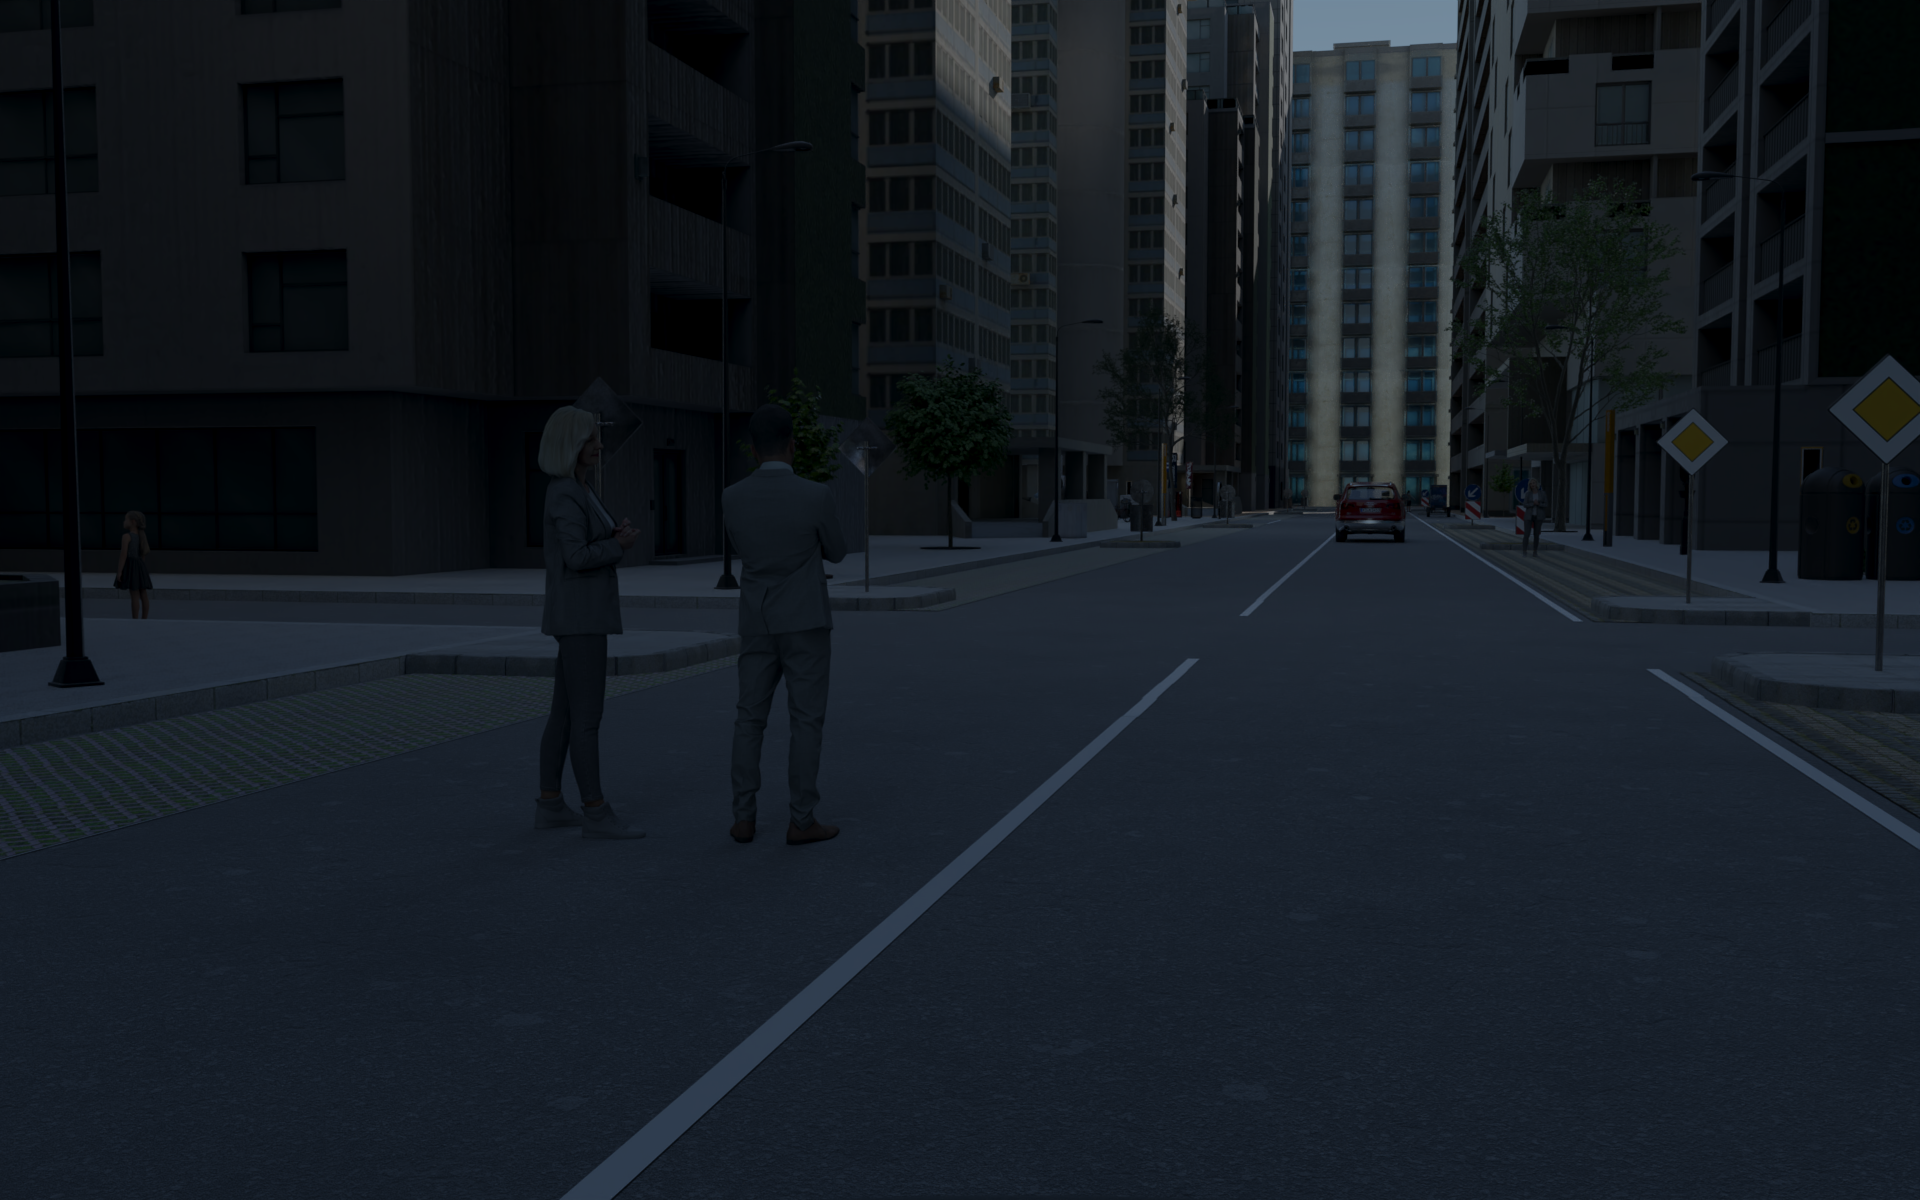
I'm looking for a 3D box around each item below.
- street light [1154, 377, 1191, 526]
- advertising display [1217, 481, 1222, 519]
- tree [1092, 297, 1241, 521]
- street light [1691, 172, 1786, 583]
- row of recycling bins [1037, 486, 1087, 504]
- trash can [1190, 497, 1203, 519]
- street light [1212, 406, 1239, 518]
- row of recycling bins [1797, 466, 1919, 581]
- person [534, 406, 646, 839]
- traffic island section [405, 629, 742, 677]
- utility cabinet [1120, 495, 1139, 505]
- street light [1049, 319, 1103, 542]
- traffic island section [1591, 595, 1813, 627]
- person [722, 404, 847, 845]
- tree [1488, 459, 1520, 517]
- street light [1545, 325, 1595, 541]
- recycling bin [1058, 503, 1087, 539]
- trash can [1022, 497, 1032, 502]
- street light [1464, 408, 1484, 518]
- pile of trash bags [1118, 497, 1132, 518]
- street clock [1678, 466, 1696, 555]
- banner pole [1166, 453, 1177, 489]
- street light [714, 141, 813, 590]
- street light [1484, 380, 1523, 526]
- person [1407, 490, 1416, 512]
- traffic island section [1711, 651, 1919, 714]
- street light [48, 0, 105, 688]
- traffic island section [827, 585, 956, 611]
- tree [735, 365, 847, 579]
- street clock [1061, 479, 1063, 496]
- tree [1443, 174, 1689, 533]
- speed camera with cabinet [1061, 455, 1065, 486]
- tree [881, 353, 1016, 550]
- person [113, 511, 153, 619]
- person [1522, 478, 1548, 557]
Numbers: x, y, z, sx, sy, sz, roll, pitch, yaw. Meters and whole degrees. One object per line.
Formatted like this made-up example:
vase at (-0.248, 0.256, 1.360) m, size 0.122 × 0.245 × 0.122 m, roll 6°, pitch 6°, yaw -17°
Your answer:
street light at (8.452, -5.892, 68.871) m, size 1.470 × 5.913 × 1.316 m, roll 1°, pitch 4°, yaw 14°
advertising display at (13.293, -5.108, 88.729) m, size 0.123 × 1.923 × 0.974 m, roll 0°, pitch 4°, yaw 2°
tree at (9.891, -9.048, 82.349) m, size 7.601 × 10.594 × 8.767 m, roll 1°, pitch 4°, yaw 19°
street light at (11.230, -3.209, 25.008) m, size 1.470 × 5.913 × 1.316 m, roll 1°, pitch 4°, yaw 14°
row of recycling bins at (5.465, -4.769, 85.085) m, size 3.534 × 1.692 × 1.069 m, roll 1°, pitch 4°, yaw 21°
trash can at (12.333, -4.809, 90.281) m, size 0.748 × 1.137 × 0.748 m, roll 0°, pitch 3°, yaw 0°
street light at (14.017, -7.275, 91.487) m, size 1.470 × 5.913 × 1.316 m, roll 1°, pitch 4°, yaw 14°
row of recycling bins at (14.401, -1.140, 25.756) m, size 3.534 × 1.692 × 1.069 m, roll 1°, pitch 4°, yaw 13°
person at (-1.564, 0.079, 7.394) m, size 0.526 × 1.800 × 0.537 m, roll 0°, pitch 4°, yaw 3°
traffic island section at (-3.123, 0.449, 14.942) m, size 2.009 × 0.180 × 2.903 m, roll 1°, pitch 4°, yaw 14°
utility cabinet at (9.428, -5.215, 96.435) m, size 1.020 × 1.237 × 0.306 m, roll 2°, pitch 4°, yaw 27°
street light at (3.110, -4.505, 46.201) m, size 1.470 × 5.913 × 1.316 m, roll 1°, pitch 4°, yaw 14°
traffic island section at (8.566, 0.119, 20.328) m, size 2.009 × 0.180 × 2.903 m, roll 1°, pitch 4°, yaw 14°
person at (-0.726, 0.089, 7.229) m, size 0.511 × 1.800 × 0.466 m, roll 0°, pitch 4°, yaw 3°
tree at (29.967, -6.165, 95.405) m, size 1.663 × 3.219 × 1.824 m, roll 0°, pitch 3°, yaw 0°
street light at (16.761, -4.593, 47.632) m, size 1.470 × 5.913 × 1.316 m, roll 1°, pitch 4°, yaw 14°
recycling bin at (3.225, -2.316, 50.423) m, size 0.722 × 1.027 × 0.722 m, roll 2°, pitch 4°, yaw 34°
trash can at (3.026, -4.274, 81.526) m, size 0.748 × 1.137 × 0.748 m, roll 0°, pitch 3°, yaw 0°
street light at (27.732, -7.362, 92.903) m, size 1.470 × 5.913 × 1.316 m, roll 1°, pitch 4°, yaw 14°
pile of trash bags at (8.300, -5.131, 93.645) m, size 1.912 × 1.369 × 3.447 m, roll 1°, pitch 4°, yaw 22°
street clock at (15.308, -1.953, 36.495) m, size 0.358 × 2.002 × 0.471 m, roll 1°, pitch 4°, yaw 12°
banner pole at (11.112, -6.226, 91.812) m, size 0.863 × 3.779 × 0.401 m, roll 1°, pitch 4°, yaw 16°
street light at (-2.617, -3.092, 23.101) m, size 1.470 × 5.913 × 1.316 m, roll 1°, pitch 4°, yaw 14°
street light at (22.212, -5.978, 70.276) m, size 1.470 × 5.913 × 1.316 m, roll 1°, pitch 4°, yaw 14°
person at (35.693, -7.843, 137.517) m, size 0.721 × 1.735 × 1.217 m, roll -2°, pitch 4°, yaw -31°
traffic island section at (6.684, 0.594, 12.568) m, size 2.009 × 0.180 × 2.903 m, roll 1°, pitch 4°, yaw 14°
street light at (-5.405, -2.371, 11.309) m, size 1.470 × 5.913 × 1.316 m, roll 1°, pitch 4°, yaw 14°
traffic island section at (-1.241, -0.026, 22.703) m, size 2.009 × 0.180 × 2.903 m, roll 1°, pitch 4°, yaw 14°
tree at (-2.571, -1.932, 26.184) m, size 1.663 × 3.219 × 1.824 m, roll 0°, pitch 3°, yaw 0°
street clock at (4.646, -4.695, 81.331) m, size 0.358 × 2.002 × 0.471 m, roll 2°, pitch 4°, yaw 24°
tree at (20.094, -8.074, 57.768) m, size 9.928 × 11.665 × 9.643 m, roll 0°, pitch 3°, yaw 0°
speed camera with cabinet at (5.837, -5.697, 87.489) m, size 2.038 × 3.252 × 0.660 m, roll 1°, pitch 4°, yaw 18°
tree at (-0.221, -3.477, 40.564) m, size 4.285 × 4.588 × 4.351 m, roll 0°, pitch 3°, yaw 0°
person at (-8.781, -0.317, 18.359) m, size 0.373 × 1.253 × 0.362 m, roll 1°, pitch 4°, yaw 17°
person at (12.961, -1.856, 39.022) m, size 0.537 × 1.800 × 0.526 m, roll 1°, pitch 4°, yaw 21°
